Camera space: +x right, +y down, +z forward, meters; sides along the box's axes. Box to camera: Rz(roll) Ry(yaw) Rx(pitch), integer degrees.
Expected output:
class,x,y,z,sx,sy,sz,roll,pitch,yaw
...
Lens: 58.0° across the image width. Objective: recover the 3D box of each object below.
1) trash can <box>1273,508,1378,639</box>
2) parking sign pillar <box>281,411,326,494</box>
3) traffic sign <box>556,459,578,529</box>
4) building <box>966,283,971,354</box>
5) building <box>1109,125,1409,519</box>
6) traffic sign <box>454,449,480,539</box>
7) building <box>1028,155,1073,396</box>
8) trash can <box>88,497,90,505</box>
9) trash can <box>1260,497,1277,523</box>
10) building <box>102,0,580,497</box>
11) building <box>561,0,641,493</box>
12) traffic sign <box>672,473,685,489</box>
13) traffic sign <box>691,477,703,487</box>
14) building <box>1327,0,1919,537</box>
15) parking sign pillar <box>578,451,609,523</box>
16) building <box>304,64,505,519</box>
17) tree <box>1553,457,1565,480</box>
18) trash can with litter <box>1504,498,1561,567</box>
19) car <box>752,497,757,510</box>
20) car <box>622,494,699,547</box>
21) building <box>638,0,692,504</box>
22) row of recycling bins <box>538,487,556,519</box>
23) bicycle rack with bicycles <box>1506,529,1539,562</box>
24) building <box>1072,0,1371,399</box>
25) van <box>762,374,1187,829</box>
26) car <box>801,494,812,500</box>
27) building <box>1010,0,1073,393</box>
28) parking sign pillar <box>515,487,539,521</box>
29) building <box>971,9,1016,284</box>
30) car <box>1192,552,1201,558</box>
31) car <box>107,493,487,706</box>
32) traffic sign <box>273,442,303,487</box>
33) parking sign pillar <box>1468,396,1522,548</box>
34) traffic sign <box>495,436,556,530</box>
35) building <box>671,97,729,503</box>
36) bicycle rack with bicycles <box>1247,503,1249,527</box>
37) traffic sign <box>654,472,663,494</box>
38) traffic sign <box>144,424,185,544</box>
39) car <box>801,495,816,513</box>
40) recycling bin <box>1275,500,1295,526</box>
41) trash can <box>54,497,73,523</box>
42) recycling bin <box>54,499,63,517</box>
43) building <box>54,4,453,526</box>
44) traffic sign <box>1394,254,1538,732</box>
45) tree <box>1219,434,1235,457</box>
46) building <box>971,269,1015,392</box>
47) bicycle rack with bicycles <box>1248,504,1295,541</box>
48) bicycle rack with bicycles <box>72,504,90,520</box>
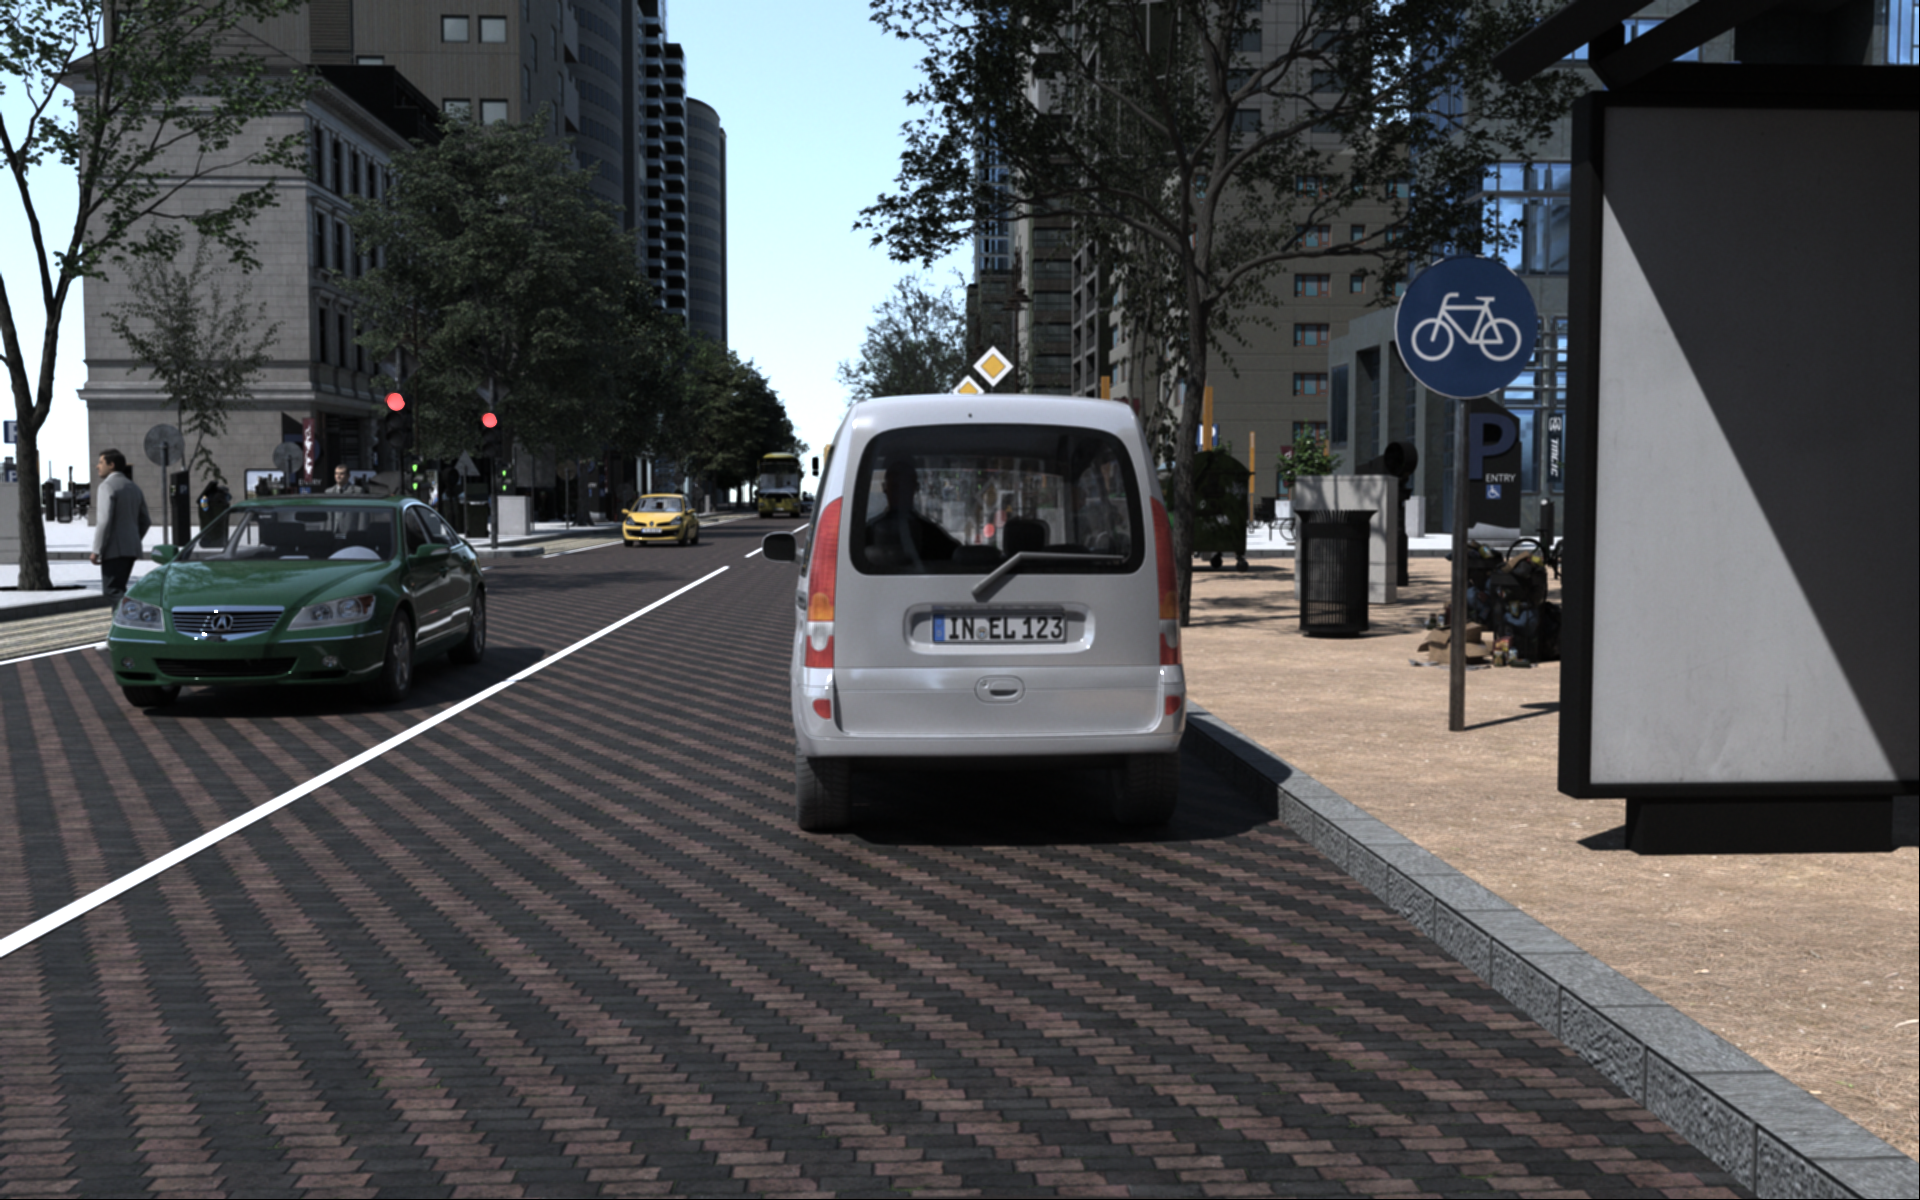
class,x,y,z,sx,sy,sz,roll,pitch,yaw
trash can,3.363,-0.238,15.550,0.748,1.137,0.748,0,3,0
parking sign pillar,-21.428,-4.166,56.590,1.447,3.967,1.447,-1,4,-22
traffic sign,-14.303,-3.850,63.060,0.768,2.556,0.104,0,4,-2
building,7.731,-28.509,237.820,14.160,30.474,14.107,0,4,-3
building,24.654,-15.786,103.133,27.650,21.520,28.899,0,4,-3
traffic sign,-14.216,-3.044,49.768,0.884,2.594,0.081,0,4,4
building,12.566,-22.930,146.610,14.160,30.474,14.107,0,4,-3
trash can,-45.155,-4.823,90.513,0.748,1.137,0.748,0,3,0
trash can,13.936,-4.074,78.265,0.748,1.137,0.748,0,3,0
building,-43.137,-32.872,126.690,28.713,52.752,27.495,0,4,-3
building,-40.995,-37.476,154.733,21.231,58.520,28.212,0,4,-3
traffic sign,-16.628,-6.261,102.474,0.768,2.556,0.104,0,4,-1
traffic sign,-17.236,-6.878,113.640,0.795,2.450,0.064,0,4,4
building,30.013,-45.777,61.118,31.000,86.520,22.319,0,4,-3
parking sign pillar,-16.284,-5.386,76.536,1.447,3.967,1.447,2,4,33
building,-33.446,-16.392,97.680,12.332,23.373,15.834,0,4,-3
tree,16.578,-3.102,45.324,1.663,3.219,1.824,0,3,0
trash can with litter,10.612,-1.251,31.516,1.678,1.210,2.233,1,4,13
car,-16.308,-8.308,144.624,1.959,1.807,4.718,0,4,-2
car,-8.309,-2.325,48.242,2.015,1.641,3.980,0,4,-2
building,-45.576,-55.661,222.721,22.319,86.520,31.000,0,4,-3
row of recycling bins,-21.566,-4.869,86.728,1.069,1.692,3.534,2,4,24
bicycle rack with bicycles,9.505,-0.728,25.280,2.925,0.926,2.852,1,4,17
building,17.550,-42.204,128.285,20.563,71.187,20.611,0,4,-3
van,-0.012,-0.111,8.821,2.013,2.044,4.112,0,4,-5
car,-22.308,-14.965,254.894,2.015,1.641,3.980,0,4,-4
building,19.833,-35.392,167.894,28.713,52.752,27.495,0,4,-3
parking sign pillar,-20.949,-5.812,83.500,1.447,3.967,1.447,2,4,28
building,10.550,-57.868,258.807,22.319,86.520,31.000,0,4,-3
car,3.321,-1.713,36.811,4.718,1.807,1.959,0,4,-3
car,-4.869,-0.092,13.306,2.131,1.459,4.920,0,4,-5
traffic sign,-16.357,-2.574,42.198,0.768,2.556,0.104,0,4,2
parking sign pillar,12.840,-3.261,41.783,1.447,3.967,1.447,0,4,7
traffic sign,-15.388,-4.109,61.052,2.265,3.308,0.079,0,4,1
building,-45.630,-43.502,253.249,21.231,58.520,28.212,0,4,-3
bicycle rack with bicycles,10.591,-3.151,64.894,2.925,0.926,2.852,-1,4,-22
traffic sign,-18.128,-6.307,103.121,0.884,2.594,0.081,0,4,3
traffic sign,-14.501,-1.924,31.569,0.768,2.556,0.104,0,4,5
car,-11.236,-7.267,131.398,1.945,1.354,3.894,0,4,-5
recycling bin,13.152,-3.490,69.614,0.722,1.027,0.722,-3,5,-44
trash can,-39.768,-3.990,76.897,0.748,1.137,0.748,0,3,0
recycling bin,-50.944,-5.192,97.439,0.722,1.027,0.722,3,5,45
building,-30.309,-13.387,69.782,10.553,20.767,40.483,0,4,-3
traffic sign,2.691,-0.563,9.305,0.768,2.556,0.104,0,4,0
tree,7.749,-3.471,51.355,1.663,3.219,1.824,0,3,0
building,9.270,-27.621,223.300,14.160,30.474,14.107,0,4,-3
bicycle rack with bicycles,9.857,-2.062,47.101,2.925,0.926,2.852,-1,4,-16
bicycle rack with bicycles,-43.246,-4.511,87.140,2.925,0.926,2.852,-1,4,-13
